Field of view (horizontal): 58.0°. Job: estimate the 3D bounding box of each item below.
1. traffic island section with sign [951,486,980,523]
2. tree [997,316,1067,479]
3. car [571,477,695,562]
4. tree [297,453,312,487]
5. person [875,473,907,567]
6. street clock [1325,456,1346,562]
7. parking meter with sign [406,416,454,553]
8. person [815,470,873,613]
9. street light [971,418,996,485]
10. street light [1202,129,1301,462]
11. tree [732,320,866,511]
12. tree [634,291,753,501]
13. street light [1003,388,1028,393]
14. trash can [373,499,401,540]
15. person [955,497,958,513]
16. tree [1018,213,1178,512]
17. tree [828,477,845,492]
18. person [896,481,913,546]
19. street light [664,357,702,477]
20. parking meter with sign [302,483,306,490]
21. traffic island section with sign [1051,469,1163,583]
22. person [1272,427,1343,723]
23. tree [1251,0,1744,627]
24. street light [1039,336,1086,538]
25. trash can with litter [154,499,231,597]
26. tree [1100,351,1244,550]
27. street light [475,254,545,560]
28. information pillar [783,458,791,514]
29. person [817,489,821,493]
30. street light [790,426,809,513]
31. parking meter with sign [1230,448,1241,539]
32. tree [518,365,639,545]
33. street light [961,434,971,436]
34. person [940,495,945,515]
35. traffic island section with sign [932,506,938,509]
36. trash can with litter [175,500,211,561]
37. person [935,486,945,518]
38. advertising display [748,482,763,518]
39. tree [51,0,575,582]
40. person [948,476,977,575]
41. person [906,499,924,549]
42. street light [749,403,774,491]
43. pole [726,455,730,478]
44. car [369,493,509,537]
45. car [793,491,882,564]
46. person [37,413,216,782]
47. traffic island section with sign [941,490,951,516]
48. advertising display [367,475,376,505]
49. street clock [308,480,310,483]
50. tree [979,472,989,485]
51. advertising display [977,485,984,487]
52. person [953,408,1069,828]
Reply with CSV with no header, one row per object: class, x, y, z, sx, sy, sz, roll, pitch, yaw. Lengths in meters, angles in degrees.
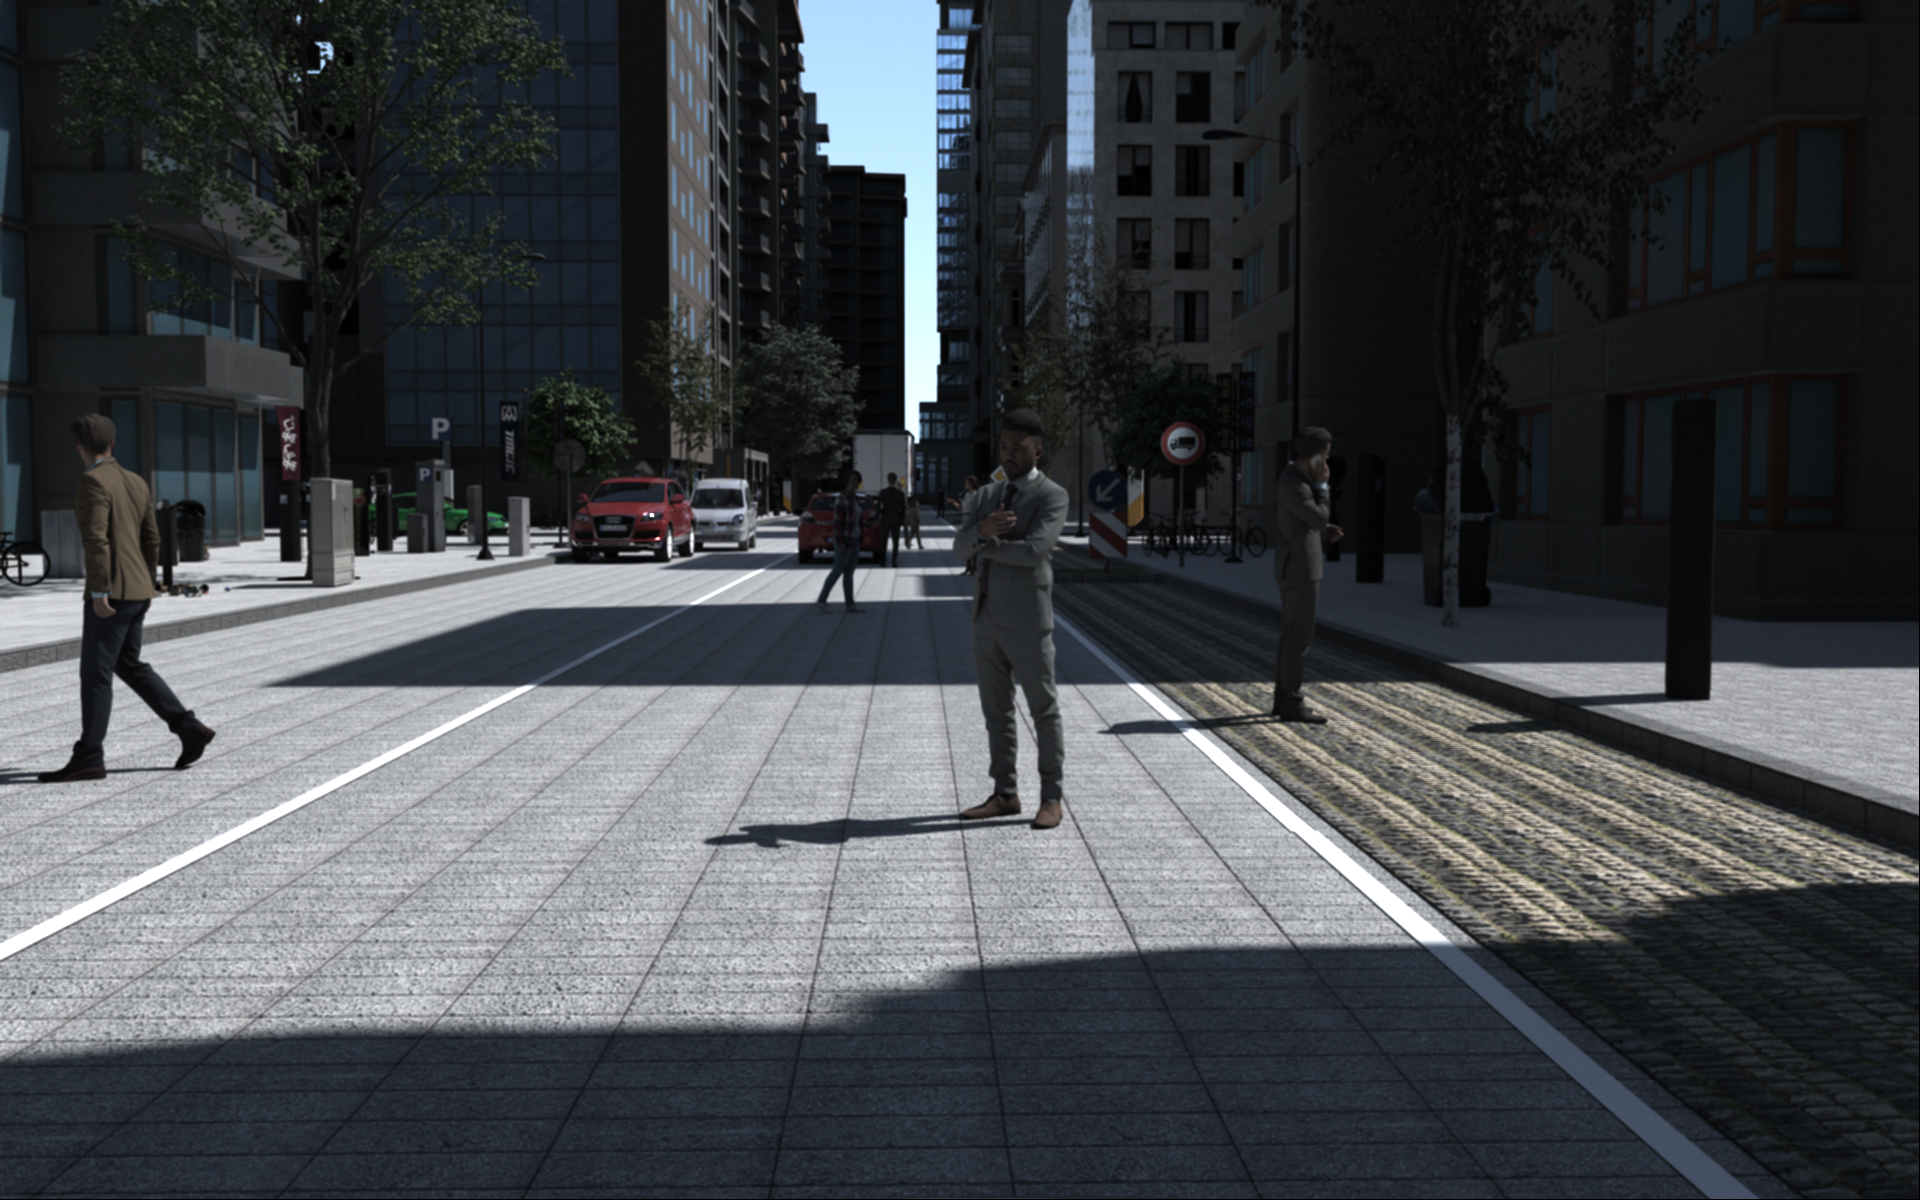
traffic island section with sign,0.718,-4.671,84.991,1.989,1.847,2.006,0,4,-2
tree,3.694,-7.488,72.789,4.737,8.622,4.395,0,3,0
car,-7.096,-1.792,37.974,2.281,1.827,5.304,0,4,0
tree,-35.378,-6.530,90.478,4.285,4.588,4.351,0,3,0
person,-1.383,-1.569,33.930,0.659,1.850,0.755,-1,4,-11
street clock,7.097,-1.732,32.896,0.358,2.002,0.471,-1,4,-22
parking meter with sign,-11.695,-2.562,38.152,0.543,3.016,1.738,0,4,3
person,-1.396,-0.711,20.961,0.643,1.720,0.563,1,4,22
street light,1.597,-8.122,105.343,1.470,5.913,1.316,0,4,-2
street light,3.776,-3.039,22.227,1.470,5.913,1.316,0,4,-2
tree,-12.027,-13.509,127.527,9.857,13.997,8.962,0,3,0
tree,-9.854,-6.938,63.798,4.737,8.622,4.395,0,3,0
street light,2.486,-6.308,75.678,1.470,5.913,1.316,0,4,-2
trash can,-16.053,-2.257,48.561,0.748,1.137,0.748,0,3,0
person,-0.189,-7.013,127.851,0.352,1.250,0.332,0,4,6
tree,3.788,-5.783,44.909,4.360,8.622,3.978,0,3,0
tree,-13.674,-12.001,190.824,1.663,3.219,1.824,0,3,0
person,-1.589,-2.396,47.852,0.661,1.801,0.590,-3,5,-40
street light,-9.416,-5.264,58.610,1.470,5.913,1.316,0,4,-2
parking meter with sign,-44.517,-7.451,118.084,1.738,3.016,0.543,0,4,-4
traffic island section with sign,2.249,-1.224,28.638,1.989,1.847,2.006,0,4,-2
person,2.198,-0.161,10.938,0.447,1.846,0.655,0,4,2
tree,4.983,-4.042,16.456,4.360,8.622,3.978,0,3,0
street light,3.030,-4.803,51.073,1.470,5.913,1.316,0,4,-2
trash can with litter,-10.288,-0.688,22.309,1.678,1.210,2.233,-2,4,-31
tree,5.030,-3.436,39.900,4.285,4.588,4.351,0,3,0
street light,-8.718,-3.735,33.616,1.470,5.913,1.316,0,4,-2
information pillar,-10.973,-7.250,109.895,0.504,3.616,0.183,1,4,11
person,-10.208,-7.168,125.883,0.537,1.800,0.526,1,4,12
street light,-10.943,-8.863,117.444,1.470,5.913,1.316,0,4,-2
parking meter with sign,7.779,-3.167,48.048,0.543,3.016,1.738,1,4,18
tree,-9.902,-3.698,44.168,4.285,4.588,4.351,0,3,0
street light,0.789,-9.887,134.188,1.470,5.913,1.316,0,4,-2
person,-1.240,-6.522,115.227,0.391,1.810,0.635,-3,5,-42
traffic island section with sign,-1.362,-9.311,160.861,1.989,1.847,2.006,0,4,-2
trash can with litter,-14.665,-1.322,33.006,0.624,1.170,1.055,-1,4,-14
person,-1.179,-5.834,103.241,0.474,1.900,0.648,-2,4,-30
advertising display,-10.875,-5.280,91.535,0.974,1.923,0.123,1,4,17
tree,-9.415,-6.096,25.419,9.928,11.665,9.643,0,3,0
person,0.099,-1.320,30.647,0.524,1.755,0.480,-2,4,-32
person,-1.191,-1.966,44.919,0.475,1.303,0.640,2,4,35
street light,-10.129,-7.059,87.951,1.470,5.913,1.316,0,4,-2
pole,-12.082,-5.898,90.270,0.158,3.312,0.155,0,3,0
car,-16.252,-2.711,53.113,4.718,1.807,1.959,0,4,-2
car,-2.531,-1.721,37.172,2.155,1.783,4.494,0,4,-3
person,-4.278,-0.027,8.845,0.836,1.842,0.656,-2,4,-32
traffic island section with sign,-0.024,-6.319,111.936,1.989,1.847,2.006,0,4,-2
advertising display,-19.413,-3.219,57.845,0.123,1.923,0.974,1,4,19
street clock,-31.951,-4.952,85.530,0.471,2.002,0.358,2,4,35
tree,2.389,-8.741,137.508,1.663,3.219,1.824,0,3,0
advertising display,1.425,-6.989,119.478,0.123,1.923,0.974,2,4,29
person,0.209,0.071,7.525,0.511,1.800,0.466,2,4,26
